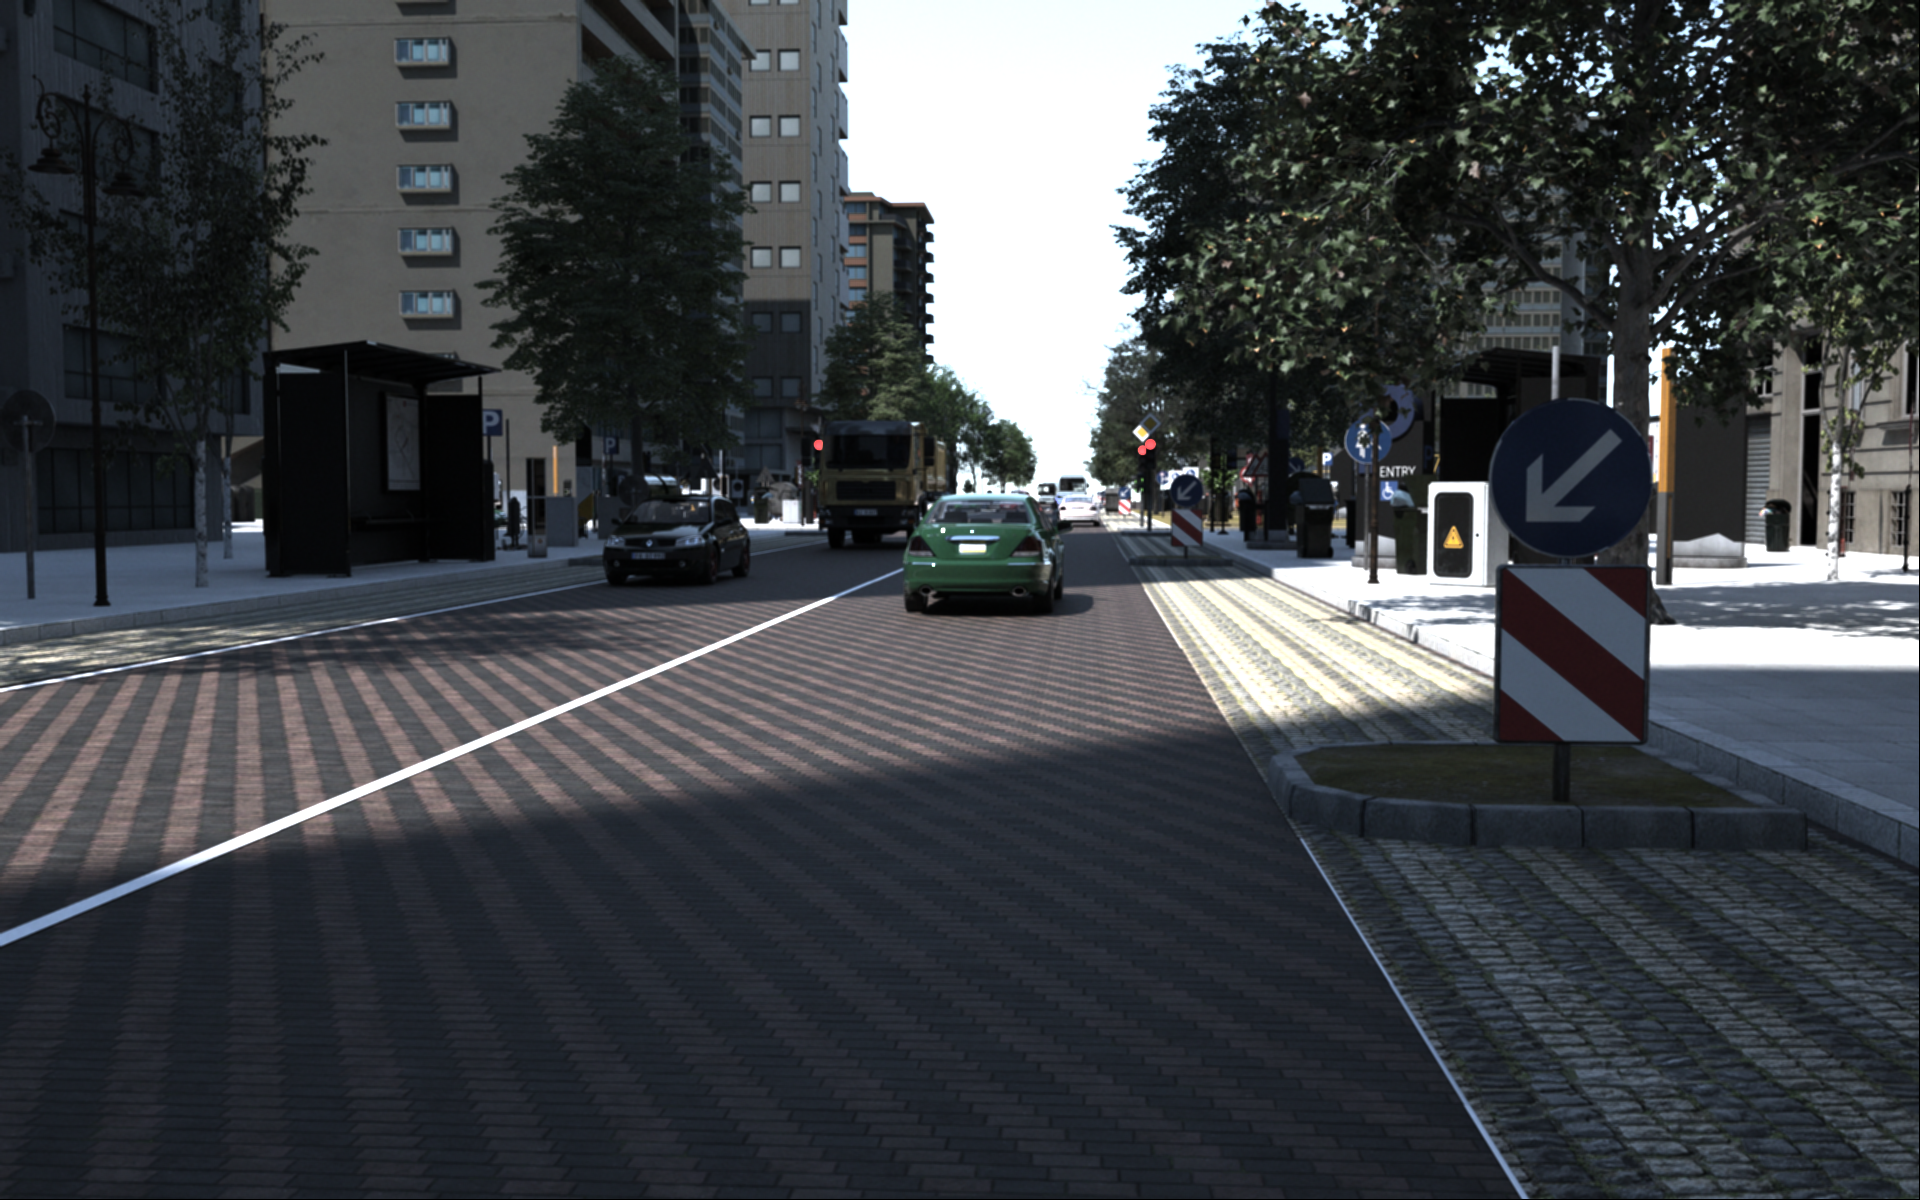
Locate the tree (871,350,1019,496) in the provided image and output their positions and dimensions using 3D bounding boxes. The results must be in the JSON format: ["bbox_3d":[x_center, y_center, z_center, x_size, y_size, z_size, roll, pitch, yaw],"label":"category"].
[{"bbox_3d":[-2.828,-12.203,125.272,9.928,11.665,9.643,0,3,0],"label":"tree"}]

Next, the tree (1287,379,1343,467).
[{"bbox_3d":[21.079,-9.541,106.361,4.737,8.622,4.395,0,3,0],"label":"tree"}]

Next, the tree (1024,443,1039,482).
[{"bbox_3d":[9.408,-21.467,285.402,7.601,10.594,8.767,1,4,17],"label":"tree"}]

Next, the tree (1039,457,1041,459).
[{"bbox_3d":[10.294,-23.512,302.543,7.486,12.596,7.792,0,3,0],"label":"tree"}]

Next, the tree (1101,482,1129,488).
[{"bbox_3d":[26.453,-22.739,289.905,7.486,12.596,7.792,0,3,0],"label":"tree"}]

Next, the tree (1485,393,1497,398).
[{"bbox_3d":[37.152,-10.442,121.086,4.737,8.622,4.395,0,3,0],"label":"tree"}]

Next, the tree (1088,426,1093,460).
[{"bbox_3d":[14.293,-13.332,124.627,9.857,13.997,8.962,0,3,0],"label":"tree"}]

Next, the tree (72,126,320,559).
[{"bbox_3d":[-14.761,-5.125,34.153,4.737,8.622,4.395,0,3,0],"label":"tree"}]

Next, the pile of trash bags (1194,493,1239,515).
[{"bbox_3d":[15.804,-5.931,106.726,3.447,1.369,1.912,0,4,-6],"label":"pile of trash bags"}]

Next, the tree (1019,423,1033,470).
[{"bbox_3d":[-0.555,-13.845,152.124,9.928,11.665,9.643,0,3,0],"label":"tree"}]

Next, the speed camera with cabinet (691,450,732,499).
[{"bbox_3d":[-11.438,-5.106,77.813,2.038,3.252,0.660,0,4,6],"label":"speed camera with cabinet"}]

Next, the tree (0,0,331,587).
[{"bbox_3d":[-10.696,-4.486,23.708,4.360,8.622,3.978,0,3,0],"label":"tree"}]

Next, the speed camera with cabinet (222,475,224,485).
[{"bbox_3d":[-35.902,-5.466,83.705,0.660,3.252,2.038,-1,4,-21],"label":"speed camera with cabinet"}]

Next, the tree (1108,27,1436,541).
[{"bbox_3d":[8.653,-8.559,46.602,9.857,13.997,8.962,0,3,0],"label":"tree"}]

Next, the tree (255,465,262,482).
[{"bbox_3d":[-21.129,-3.648,54.245,1.663,3.219,1.824,0,3,0],"label":"tree"}]

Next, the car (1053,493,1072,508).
[{"bbox_3d":[8.366,-7.889,138.571,1.945,1.707,3.694,0,4,4],"label":"car"}]

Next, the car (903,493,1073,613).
[{"bbox_3d":[0.374,-0.650,22.423,2.131,1.459,4.920,0,4,6],"label":"car"}]

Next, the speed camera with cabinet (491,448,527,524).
[{"bbox_3d":[-19.775,-4.942,75.136,2.038,3.252,0.660,-3,5,-40],"label":"speed camera with cabinet"}]

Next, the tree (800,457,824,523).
[{"bbox_3d":[-5.914,-5.019,76.668,1.663,3.219,1.824,0,3,0],"label":"tree"}]

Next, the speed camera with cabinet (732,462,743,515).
[{"bbox_3d":[-14.499,-6.914,107.387,2.038,3.252,0.660,-1,4,-18],"label":"speed camera with cabinet"}]

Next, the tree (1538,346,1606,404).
[{"bbox_3d":[29.449,-8.267,85.520,4.737,8.622,4.395,0,3,0],"label":"tree"}]

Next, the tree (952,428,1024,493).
[{"bbox_3d":[2.386,-16.455,203.446,7.601,10.594,8.767,-1,4,-13],"label":"tree"}]

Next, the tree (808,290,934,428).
[{"bbox_3d":[-4.838,-10.929,96.811,7.486,12.596,7.792,0,3,0],"label":"tree"}]

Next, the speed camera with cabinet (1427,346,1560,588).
[{"bbox_3d":[7.399,-1.794,23.670,0.660,3.252,2.038,-3,4,-38],"label":"speed camera with cabinet"}]

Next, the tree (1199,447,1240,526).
[{"bbox_3d":[10.843,-4.749,72.252,1.663,3.219,1.824,0,3,0],"label":"tree"}]

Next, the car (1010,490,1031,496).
[{"bbox_3d":[5.455,-9.309,160.872,2.281,1.827,5.304,0,4,5],"label":"car"}]

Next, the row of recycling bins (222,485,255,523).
[{"bbox_3d":[-33.244,-4.383,78.768,1.069,1.692,3.534,1,4,10],"label":"row of recycling bins"}]

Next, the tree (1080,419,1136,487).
[{"bbox_3d":[19.741,-17.922,210.031,9.611,12.733,9.660,0,3,0],"label":"tree"}]

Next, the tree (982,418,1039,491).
[{"bbox_3d":[7.015,-20.691,256.431,7.486,12.596,7.792,0,3,0],"label":"tree"}]

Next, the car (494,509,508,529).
[{"bbox_3d":[-19.484,-3.273,65.315,4.920,1.459,2.131,0,4,3],"label":"car"}]

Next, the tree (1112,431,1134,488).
[{"bbox_3d":[17.405,-13.949,178.432,4.737,8.622,4.395,0,3,0],"label":"tree"}]

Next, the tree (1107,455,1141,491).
[{"bbox_3d":[21.357,-16.896,226.616,4.360,8.622,3.978,0,3,0],"label":"tree"}]

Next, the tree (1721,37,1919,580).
[{"bbox_3d":[13.255,-4.598,25.542,4.737,8.622,4.395,0,3,0],"label":"tree"}]

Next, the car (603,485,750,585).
[{"bbox_3d":[-4.644,-1.158,28.726,2.009,1.686,4.222,0,4,5],"label":"car"}]

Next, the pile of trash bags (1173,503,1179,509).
[{"bbox_3d":[18.197,-7.594,133.921,3.447,1.369,1.912,-2,4,-31],"label":"pile of trash bags"}]

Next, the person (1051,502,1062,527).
[{"bbox_3d":[2.723,-2.135,48.423,0.382,1.210,0.505,-2,4,-26],"label":"person"}]

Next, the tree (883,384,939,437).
[{"bbox_3d":[-3.274,-9.886,112.005,4.737,8.622,4.395,0,3,0],"label":"tree"}]

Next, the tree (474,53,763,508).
[{"bbox_3d":[-8.934,-7.790,45.487,7.486,12.596,7.792,0,3,0],"label":"tree"}]

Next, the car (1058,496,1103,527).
[{"bbox_3d":[5.351,-3.990,77.602,2.083,1.381,4.827,0,4,5],"label":"car"}]

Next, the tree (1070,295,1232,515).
[{"bbox_3d":[11.977,-12.010,106.737,12.009,13.543,11.850,0,3,0],"label":"tree"}]

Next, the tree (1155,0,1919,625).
[{"bbox_3d":[6.768,-6.114,16.972,9.611,12.733,9.660,0,3,0],"label":"tree"}]

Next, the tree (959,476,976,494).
[{"bbox_3d":[0.696,-10.905,172.905,1.663,3.219,1.824,0,3,0],"label":"tree"}]

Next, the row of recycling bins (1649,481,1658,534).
[{"bbox_3d":[21.252,-3.000,56.166,3.534,1.692,1.069,1,4,22],"label":"row of recycling bins"}]

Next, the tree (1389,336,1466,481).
[{"bbox_3d":[19.799,-7.717,76.527,4.360,8.622,3.978,0,3,0],"label":"tree"}]

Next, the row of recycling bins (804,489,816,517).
[{"bbox_3d":[-7.189,-5.557,97.975,3.534,1.692,1.069,1,4,11],"label":"row of recycling bins"}]

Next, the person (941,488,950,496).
[{"bbox_3d":[-0.797,-5.606,100.175,0.660,1.820,0.620,0,4,5],"label":"person"}]
